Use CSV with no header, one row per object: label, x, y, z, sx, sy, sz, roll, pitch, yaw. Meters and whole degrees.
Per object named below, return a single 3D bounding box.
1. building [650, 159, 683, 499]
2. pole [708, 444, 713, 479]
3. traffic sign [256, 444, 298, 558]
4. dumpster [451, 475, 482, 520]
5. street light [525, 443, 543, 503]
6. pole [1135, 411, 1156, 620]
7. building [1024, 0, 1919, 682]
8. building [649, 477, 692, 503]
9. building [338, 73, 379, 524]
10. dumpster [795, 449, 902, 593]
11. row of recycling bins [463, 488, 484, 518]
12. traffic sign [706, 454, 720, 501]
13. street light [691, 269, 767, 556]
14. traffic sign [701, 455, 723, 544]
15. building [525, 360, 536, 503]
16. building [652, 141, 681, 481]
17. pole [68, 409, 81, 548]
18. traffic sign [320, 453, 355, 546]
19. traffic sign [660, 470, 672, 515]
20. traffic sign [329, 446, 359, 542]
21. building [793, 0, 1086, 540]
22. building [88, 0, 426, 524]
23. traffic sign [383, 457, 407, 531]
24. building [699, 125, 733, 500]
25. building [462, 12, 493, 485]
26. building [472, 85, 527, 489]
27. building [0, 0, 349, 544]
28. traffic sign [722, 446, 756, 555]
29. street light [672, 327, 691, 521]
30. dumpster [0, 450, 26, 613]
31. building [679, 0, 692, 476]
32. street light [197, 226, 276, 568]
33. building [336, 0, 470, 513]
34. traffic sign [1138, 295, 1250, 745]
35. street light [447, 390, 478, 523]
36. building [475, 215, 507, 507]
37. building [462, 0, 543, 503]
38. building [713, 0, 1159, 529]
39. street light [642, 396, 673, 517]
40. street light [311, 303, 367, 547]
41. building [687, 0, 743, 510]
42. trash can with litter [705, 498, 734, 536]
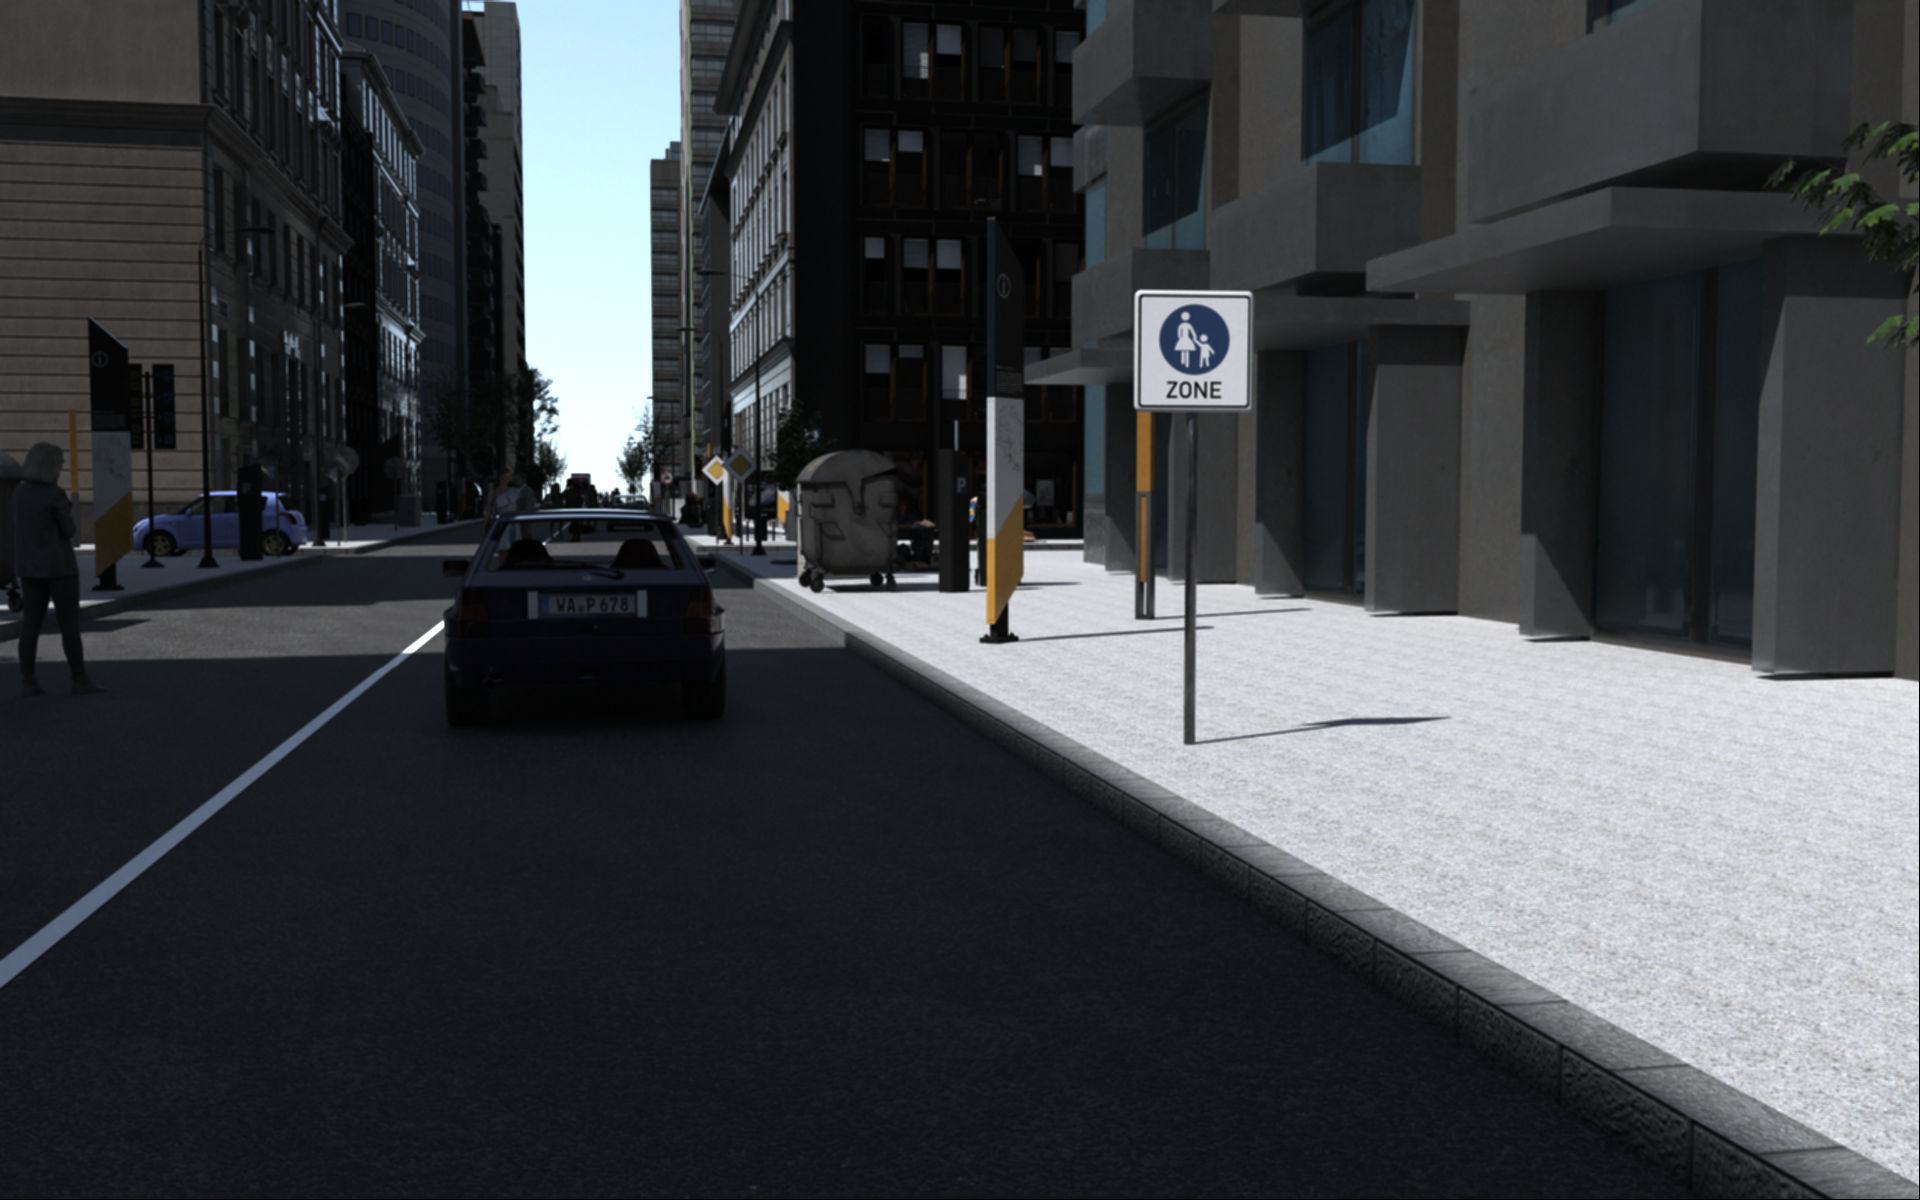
building,-31.229,-32.507,215.085,14.154,41.232,14.086,-1,4,-12
pole,-10.092,-4.664,70.098,0.158,3.312,0.155,0,3,0
traffic sign,-13.614,-1.890,34.544,0.795,2.450,0.064,-1,4,-12
dumpster,-24.823,-5.161,86.868,1.502,2.255,1.985,-1,4,-12
street light,-37.442,-10.955,151.656,1.470,5.913,1.316,-1,4,-12
pole,1.894,-1.456,17.641,0.158,3.312,0.155,0,3,0
building,14.217,-24.520,20.505,23.786,49.044,30.456,-1,4,-12
building,-31.346,-35.086,265.535,32.217,40.220,23.993,-1,4,-12
building,-32.630,-14.977,74.552,12.332,23.373,15.834,-1,4,-12
dumpster,-1.493,-1.068,23.220,1.264,1.857,1.865,-1,4,-11
row of recycling bins,-26.063,-5.242,92.822,1.069,1.692,3.534,-1,4,-21
traffic sign,-7.670,-3.356,54.973,0.768,2.556,0.104,0,4,-5
street light,-4.746,-3.883,36.021,1.470,5.913,1.316,-1,4,-12
traffic sign,-6.199,-2.479,44.182,0.795,2.450,0.064,-1,4,-12
building,-71.902,-23.709,232.688,27.650,21.520,28.899,-1,4,-12
building,-30.389,-37.804,237.704,23.786,49.044,30.456,-1,4,-12
pole,-21.159,-2.908,41.384,0.158,3.312,0.155,0,3,0
traffic sign,-15.212,-2.369,42.368,0.795,2.450,0.064,-1,4,-12
traffic sign,-15.782,-5.709,93.441,0.768,2.556,0.104,0,4,-7
traffic sign,-16.354,-2.808,46.015,0.768,2.556,0.104,0,4,-4
building,3.339,-13.744,54.391,15.834,23.373,12.332,-1,4,-12
building,-36.719,-18.178,94.472,12.463,27.353,25.104,-1,4,-12
traffic sign,-19.508,-3.653,59.835,0.768,2.556,0.104,-1,4,-11
building,-7.728,-17.456,104.474,14.314,24.678,30.058,-1,4,-12
building,-53.762,-30.551,154.132,22.147,44.769,28.867,-1,4,-12
building,-63.728,-35.725,207.807,21.300,48.544,21.600,-1,4,-12
building,-27.246,-15.744,54.676,12.463,27.353,25.104,-1,4,-12
traffic sign,-4.601,-2.001,36.358,0.795,2.450,0.064,-1,4,-12
street light,-7.199,-4.638,48.368,1.470,5.913,1.316,-1,4,-12
dumpster,-10.579,-0.744,17.925,1.264,1.857,1.865,-1,4,-12
building,-10.773,-34.582,154.646,28.713,52.752,27.495,-1,4,-12
street light,-12.567,-3.521,30.109,1.470,5.913,1.316,-1,4,-12
building,-47.970,-35.704,125.758,21.231,58.520,28.212,-1,4,-12
traffic sign,1.175,-0.409,8.809,0.606,2.300,0.079,0,4,-6
street light,-22.121,-6.387,76.976,1.470,5.913,1.316,-1,4,-12
building,-53.945,-24.753,176.420,14.160,30.474,14.107,-1,4,-12
building,-72.892,-50.027,256.188,20.563,71.187,20.611,-1,4,-12
building,-1.631,-14.793,75.148,16.112,22.955,30.059,-1,4,-12
street light,-14.232,-6.731,82.590,1.470,5.913,1.316,-1,4,-12
street light,-15.118,-4.261,42.203,1.470,5.913,1.316,-1,4,-12
building,-13.773,-27.486,132.982,14.154,41.232,14.086,-1,4,-12
trash can with litter,-7.246,-2.518,52.551,0.624,1.170,1.055,-3,5,-44
